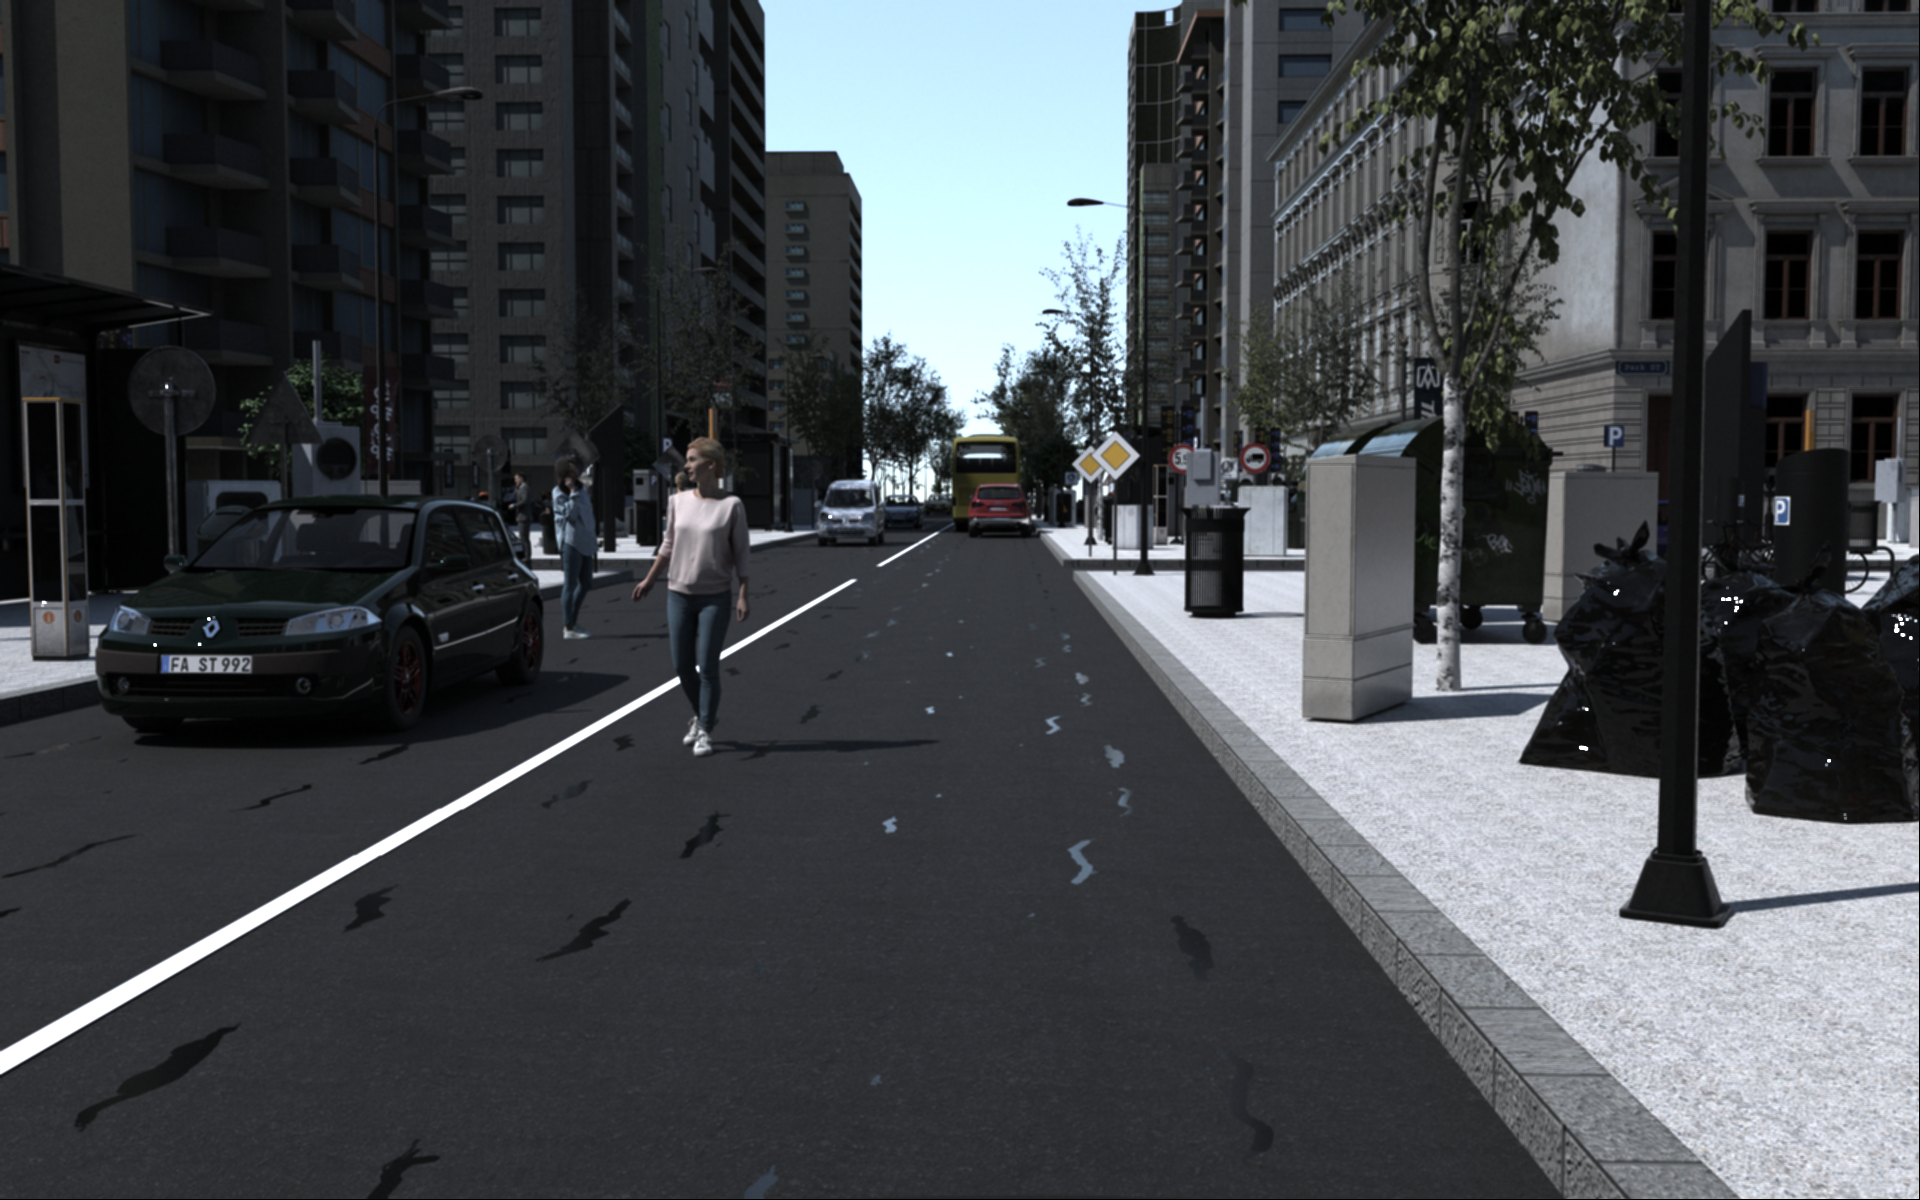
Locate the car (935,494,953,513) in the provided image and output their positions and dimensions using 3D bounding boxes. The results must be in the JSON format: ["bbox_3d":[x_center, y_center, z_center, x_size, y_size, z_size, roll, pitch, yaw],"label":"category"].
[{"bbox_3d":[-0.962,-7.540,135.079,2.131,1.459,4.920,0,4,2],"label":"car"}]

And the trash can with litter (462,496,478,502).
[{"bbox_3d":[-13.907,-2.415,50.536,2.233,1.210,1.678,-1,4,-21],"label":"trash can with litter"}]

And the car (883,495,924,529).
[{"bbox_3d":[-2.501,-3.756,73.419,2.014,1.417,4.499,0,4,1],"label":"car"}]

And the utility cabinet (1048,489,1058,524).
[{"bbox_3d":[3.947,-3.921,72.788,0.318,1.500,1.173,1,4,11],"label":"utility cabinet"}]

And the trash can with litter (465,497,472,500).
[{"bbox_3d":[-20.053,-3.687,71.663,0.624,1.170,1.055,3,4,37],"label":"trash can with litter"}]

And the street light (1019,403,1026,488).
[{"bbox_3d":[3.866,-7.064,88.042,1.470,5.913,1.316,0,4,1],"label":"street light"}]

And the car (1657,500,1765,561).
[{"bbox_3d":[12.482,-1.169,31.690,3.894,1.354,1.945,0,4,2],"label":"car"}]

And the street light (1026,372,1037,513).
[{"bbox_3d":[3.337,-5.702,65.765,1.470,5.913,1.316,0,4,1],"label":"street light"}]

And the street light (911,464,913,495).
[{"bbox_3d":[-3.748,-8.531,112.026,1.470,5.913,1.316,0,4,1],"label":"street light"}]

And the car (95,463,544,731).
[{"bbox_3d":[-4.126,-0.118,11.723,2.009,1.686,4.222,0,4,3],"label":"car"}]

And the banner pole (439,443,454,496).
[{"bbox_3d":[-25.104,-5.784,84.578,0.863,3.779,0.401,-2,4,-33],"label":"banner pole"}]

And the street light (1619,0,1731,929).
[{"bbox_3d":[1.643,-1.993,5.131,1.470,5.913,1.316,0,4,1],"label":"street light"}]

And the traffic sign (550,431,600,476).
[{"bbox_3d":[-6.137,-1.467,27.620,0.795,2.450,0.064,0,4,1],"label":"traffic sign"}]

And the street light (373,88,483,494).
[{"bbox_3d":[-6.147,-2.901,19.972,1.470,5.913,1.316,0,4,1],"label":"street light"}]

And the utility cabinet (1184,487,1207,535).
[{"bbox_3d":[7.035,-2.742,53.509,1.173,1.500,0.318,1,4,13],"label":"utility cabinet"}]

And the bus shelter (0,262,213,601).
[{"bbox_3d":[-10.507,-1.709,19.227,1.731,3.624,6.357,0,4,2],"label":"bus shelter"}]

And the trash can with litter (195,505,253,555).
[{"bbox_3d":[-7.053,-0.318,16.579,0.624,1.170,1.055,0,4,0],"label":"trash can with litter"}]

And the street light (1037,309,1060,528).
[{"bbox_3d":[2.756,-4.344,43.570,1.470,5.913,1.316,0,4,1],"label":"street light"}]

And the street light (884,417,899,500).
[{"bbox_3d":[-3.986,-8.062,104.348,1.470,5.913,1.316,0,4,1],"label":"street light"}]

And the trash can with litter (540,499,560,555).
[{"bbox_3d":[-8.380,-1.554,36.790,1.055,1.170,0.624,0,4,-1],"label":"trash can with litter"}]

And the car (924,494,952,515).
[{"bbox_3d":[-1.520,-6.835,121.975,2.015,1.641,3.980,0,4,0],"label":"car"}]

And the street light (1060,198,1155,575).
[{"bbox_3d":[2.379,-3.351,27.322,1.470,5.913,1.316,0,4,1],"label":"street light"}]

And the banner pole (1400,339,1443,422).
[{"bbox_3d":[7.388,-2.322,27.983,0.863,3.779,0.401,0,4,3],"label":"banner pole"}]

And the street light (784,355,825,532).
[{"bbox_3d":[-5.198,-5.220,57.890,1.470,5.913,1.316,0,4,1],"label":"street light"}]

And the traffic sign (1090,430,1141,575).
[{"bbox_3d":[2.454,-1.452,27.376,0.795,2.450,0.064,0,4,1],"label":"traffic sign"}]

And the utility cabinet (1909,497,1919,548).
[{"bbox_3d":[22.761,-1.814,40.818,0.306,1.237,1.020,0,4,4],"label":"utility cabinet"}]

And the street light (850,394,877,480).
[{"bbox_3d":[-4.541,-6.615,80.693,1.470,5.913,1.316,0,4,1],"label":"street light"}]

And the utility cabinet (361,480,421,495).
[{"bbox_3d":[-9.366,-1.185,28.060,1.173,1.500,0.318,-2,4,-31],"label":"utility cabinet"}]

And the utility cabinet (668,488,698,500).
[{"bbox_3d":[-9.634,-3.177,60.624,1.173,1.500,0.318,0,4,0],"label":"utility cabinet"}]

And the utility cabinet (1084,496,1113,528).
[{"bbox_3d":[5.231,-3.318,65.410,1.020,1.237,0.306,1,4,17],"label":"utility cabinet"}]

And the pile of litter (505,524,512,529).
[{"bbox_3d":[-17.194,-2.993,62.908,1.719,0.858,1.176,0,4,-4],"label":"pile of litter"}]

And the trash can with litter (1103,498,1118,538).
[{"bbox_3d":[4.742,-2.403,50.671,1.055,1.170,0.624,2,4,24],"label":"trash can with litter"}]

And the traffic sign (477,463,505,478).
[{"bbox_3d":[-10.622,-2.390,39.186,0.768,2.556,0.104,1,4,10],"label":"traffic sign"}]

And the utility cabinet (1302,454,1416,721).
[{"bbox_3d":[2.347,-0.092,10.177,0.318,1.500,1.173,2,4,30],"label":"utility cabinet"}]

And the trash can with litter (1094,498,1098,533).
[{"bbox_3d":[4.883,-2.725,55.933,1.055,1.170,0.624,-1,4,-9],"label":"trash can with litter"}]

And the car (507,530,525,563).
[{"bbox_3d":[-9.815,-1.264,30.451,4.222,1.686,2.009,0,4,3],"label":"car"}]

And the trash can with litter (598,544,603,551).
[{"bbox_3d":[-8.624,-1.688,38.989,0.624,1.170,1.055,3,5,41],"label":"trash can with litter"}]

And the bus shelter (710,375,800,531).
[{"bbox_3d":[-7.246,-5.094,60.911,2.179,5.291,8.768,0,4,2],"label":"bus shelter"}]

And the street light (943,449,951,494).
[{"bbox_3d":[-1.977,-12.639,179.194,1.470,5.913,1.316,0,4,1],"label":"street light"}]

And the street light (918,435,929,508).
[{"bbox_3d":[-3.173,-9.889,134.221,1.470,5.913,1.316,0,4,1],"label":"street light"}]

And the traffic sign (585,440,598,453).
[{"bbox_3d":[-8.795,-2.463,40.370,0.768,2.556,0.104,1,4,11],"label":"traffic sign"}]

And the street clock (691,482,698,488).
[{"bbox_3d":[-12.778,-4.860,84.027,0.471,2.002,0.358,-1,4,-17],"label":"street clock"}]

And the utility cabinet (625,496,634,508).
[{"bbox_3d":[-12.612,-3.433,67.298,1.020,1.237,0.306,-3,5,-40],"label":"utility cabinet"}]

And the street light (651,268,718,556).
[{"bbox_3d":[-5.664,-3.862,35.692,1.470,5.913,1.316,0,4,1],"label":"street light"}]

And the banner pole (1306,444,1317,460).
[{"bbox_3d":[17.567,-5.906,86.588,0.401,3.779,0.863,-3,4,-37],"label":"banner pole"}]

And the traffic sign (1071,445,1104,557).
[{"bbox_3d":[2.663,-1.940,35.358,0.795,2.450,0.064,0,4,1],"label":"traffic sign"}]

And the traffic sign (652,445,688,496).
[{"bbox_3d":[-5.928,-1.955,35.602,0.795,2.450,0.064,0,4,1],"label":"traffic sign"}]

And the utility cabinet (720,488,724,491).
[{"bbox_3d":[-9.478,-3.578,67.184,1.173,1.500,0.318,1,4,13],"label":"utility cabinet"}]

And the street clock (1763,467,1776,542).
[{"bbox_3d":[21.887,-2.584,46.816,0.471,2.002,0.358,-2,4,-24],"label":"street clock"}]

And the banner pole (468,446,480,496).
[{"bbox_3d":[-25.315,-6.119,90.065,0.401,3.779,0.863,3,5,41],"label":"banner pole"}]

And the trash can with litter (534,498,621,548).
[{"bbox_3d":[-9.457,-1.916,42.391,2.233,1.210,1.678,0,4,-7],"label":"trash can with litter"}]

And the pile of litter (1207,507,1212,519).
[{"bbox_3d":[8.144,-2.751,58.948,1.176,0.858,1.719,0,4,5],"label":"pile of litter"}]

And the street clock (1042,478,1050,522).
[{"bbox_3d":[3.968,-4.600,79.785,0.358,2.002,0.471,1,4,17],"label":"street clock"}]

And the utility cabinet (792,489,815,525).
[{"bbox_3d":[-6.495,-3.805,70.887,1.173,1.500,0.318,2,4,34],"label":"utility cabinet"}]

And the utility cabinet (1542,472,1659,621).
[{"bbox_3d":[6.448,-0.537,17.458,1.173,1.500,0.318,-1,4,-21],"label":"utility cabinet"}]

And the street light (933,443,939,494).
[{"bbox_3d":[-2.568,-11.282,156.999,1.470,5.913,1.316,0,4,1],"label":"street light"}]

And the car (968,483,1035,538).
[{"bbox_3d":[1.391,-3.060,58.708,2.281,1.827,5.304,0,4,3],"label":"car"}]

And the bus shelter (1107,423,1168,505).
[{"bbox_3d":[6.167,-4.213,60.169,1.731,3.624,6.357,0,4,1],"label":"bus shelter"}]
